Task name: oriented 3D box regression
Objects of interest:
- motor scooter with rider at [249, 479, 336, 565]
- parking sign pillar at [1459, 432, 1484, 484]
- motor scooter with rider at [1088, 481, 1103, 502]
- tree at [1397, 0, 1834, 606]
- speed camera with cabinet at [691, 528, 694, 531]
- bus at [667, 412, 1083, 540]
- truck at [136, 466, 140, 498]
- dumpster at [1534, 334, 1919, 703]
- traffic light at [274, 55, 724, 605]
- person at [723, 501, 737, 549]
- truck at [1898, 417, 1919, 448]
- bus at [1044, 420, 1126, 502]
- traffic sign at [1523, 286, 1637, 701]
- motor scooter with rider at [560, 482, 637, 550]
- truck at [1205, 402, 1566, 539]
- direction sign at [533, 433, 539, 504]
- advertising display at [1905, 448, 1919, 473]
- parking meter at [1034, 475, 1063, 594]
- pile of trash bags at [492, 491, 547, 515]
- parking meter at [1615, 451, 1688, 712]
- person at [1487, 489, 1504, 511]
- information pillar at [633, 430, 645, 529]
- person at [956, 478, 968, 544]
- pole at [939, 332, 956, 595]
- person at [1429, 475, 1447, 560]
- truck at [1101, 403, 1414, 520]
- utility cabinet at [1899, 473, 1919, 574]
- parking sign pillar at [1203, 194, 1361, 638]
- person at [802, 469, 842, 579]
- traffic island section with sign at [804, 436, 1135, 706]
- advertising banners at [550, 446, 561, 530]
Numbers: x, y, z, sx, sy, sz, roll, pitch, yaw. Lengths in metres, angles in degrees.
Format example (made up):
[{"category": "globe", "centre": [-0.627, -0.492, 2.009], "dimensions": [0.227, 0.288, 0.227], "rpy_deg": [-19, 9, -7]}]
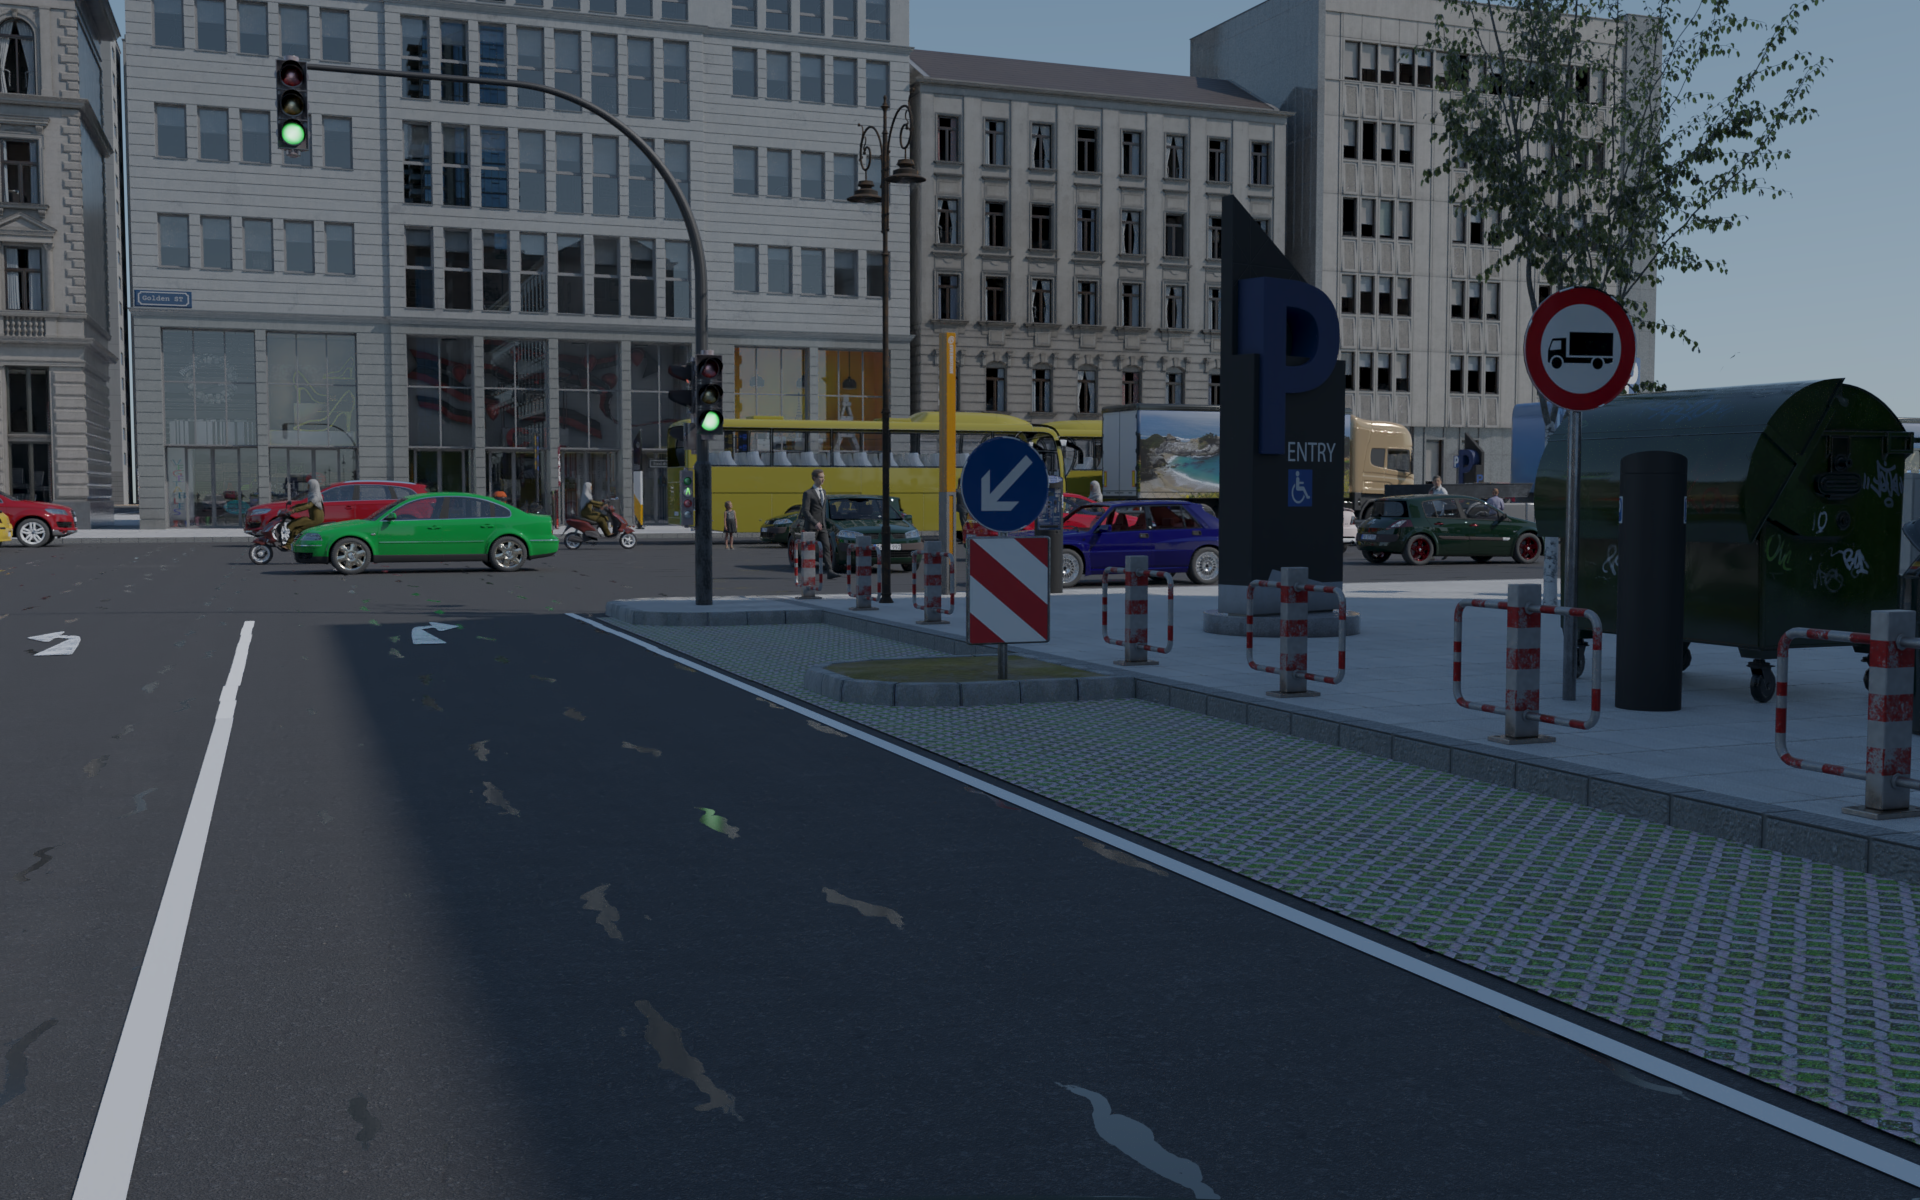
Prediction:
[{"category": "motor scooter with rider", "centre": [-13.473, -1.615, 35.373], "dimensions": [1.986, 1.779, 0.876], "rpy_deg": [-1, 4, -21]}, {"category": "parking sign pillar", "centre": [22.126, -5.290, 74.959], "dimensions": [1.447, 3.967, 1.447], "rpy_deg": [-1, 4, -17]}, {"category": "motor scooter with rider", "centre": [2.825, -1.887, 39.816], "dimensions": [1.986, 1.779, 0.876], "rpy_deg": [-1, 4, -23]}, {"category": "tree", "centre": [6.500, -4.159, 18.363], "dimensions": [4.360, 8.622, 3.978], "rpy_deg": [0, 3, 0]}, {"category": "speed camera with cabinet", "centre": [-8.397, -4.001, 59.759], "dimensions": [2.038, 3.252, 0.660], "rpy_deg": [1, 4, 10]}, {"category": "bus", "centre": [-2.438, -3.681, 51.739], "dimensions": [12.252, 3.916, 2.896], "rpy_deg": [-1, 4, -22]}, {"category": "truck", "centre": [-83.540, -11.637, 179.181], "dimensions": [2.839, 4.237, 11.283], "rpy_deg": [-1, 4, -23]}, {"category": "dumpster", "centre": [5.035, -0.549, 11.465], "dimensions": [1.502, 2.255, 1.985], "rpy_deg": [-1, 4, -21]}, {"category": "traffic light", "centre": [-4.915, -2.715, 19.066], "dimensions": [4.771, 5.953, 1.251], "rpy_deg": [-1, 4, -21]}, {"category": "person", "centre": [-5.974, -1.952, 45.078], "dimensions": [0.362, 1.253, 0.373], "rpy_deg": [-2, 4, -28]}, {"category": "truck", "centre": [32.241, -4.572, 63.670], "dimensions": [11.283, 4.237, 2.839], "rpy_deg": [-1, 4, -22]}, {"category": "bus", "centre": [6.966, -4.143, 59.281], "dimensions": [12.252, 3.916, 2.896], "rpy_deg": [-1, 4, -20]}, {"category": "traffic sign", "centre": [3.793, -0.648, 10.707], "dimensions": [0.768, 2.556, 0.104], "rpy_deg": [-1, 4, -12]}, {"category": "motor scooter with rider", "centre": [-9.345, -2.190, 44.777], "dimensions": [1.986, 1.779, 0.876], "rpy_deg": [-1, 4, -20]}, {"category": "truck", "centre": [11.411, -3.610, 48.788], "dimensions": [18.799, 4.110, 2.967], "rpy_deg": [-1, 4, -19]}, {"category": "direction sign", "centre": [-15.697, -4.417, 64.220], "dimensions": [0.379, 3.537, 0.876], "rpy_deg": [0, 4, -4]}, {"category": "advertising display", "centre": [13.061, -1.151, 24.030], "dimensions": [0.974, 1.923, 0.123], "rpy_deg": [-3, 4, -39]}, {"category": "parking meter", "centre": [1.151, -0.860, 22.464], "dimensions": [0.372, 1.533, 0.369], "rpy_deg": [0, 3, 0]}, {"category": "pile of trash bags", "centre": [-14.944, -2.928, 57.621], "dimensions": [1.912, 1.369, 3.447], "rpy_deg": [-2, 4, -31]}, {"category": "parking meter", "centre": [4.126, -0.118, 10.341], "dimensions": [0.372, 1.533, 0.369], "rpy_deg": [0, 3, 0]}, {"category": "person", "centre": [13.787, -2.089, 44.716], "dimensions": [0.516, 1.574, 0.319], "rpy_deg": [1, 4, 8]}, {"category": "information pillar", "centre": [-11.721, -4.388, 63.096], "dimensions": [0.183, 3.616, 0.504], "rpy_deg": [-3, 5, -41]}, {"category": "person", "centre": [0.084, -2.544, 49.450], "dimensions": [0.648, 1.900, 0.474], "rpy_deg": [-3, 4, -37]}, {"category": "pole", "centre": [-0.160, -1.722, 21.991], "dimensions": [0.158, 3.312, 0.155], "rpy_deg": [0, 3, 0]}, {"category": "person", "centre": [10.327, -1.768, 37.504], "dimensions": [0.850, 1.850, 0.679], "rpy_deg": [-2, 4, -24]}, {"category": "truck", "centre": [10.173, -4.142, 56.629], "dimensions": [11.283, 4.237, 2.839], "rpy_deg": [-1, 4, -23]}, {"category": "utility cabinet", "centre": [9.826, -0.600, 18.484], "dimensions": [0.318, 1.500, 1.173], "rpy_deg": [-1, 4, -14]}, {"category": "parking sign pillar", "centre": [2.995, -1.686, 16.037], "dimensions": [1.447, 3.967, 1.447], "rpy_deg": [-3, 5, -39]}, {"category": "person", "centre": [-2.353, -1.274, 29.115], "dimensions": [0.755, 1.850, 0.659], "rpy_deg": [3, 4, 38]}, {"category": "traffic island section with sign", "centre": [-0.059, -0.243, 12.596], "dimensions": [1.989, 1.847, 2.006], "rpy_deg": [-1, 4, -21]}, {"category": "advertising banners", "centre": [-14.692, -4.087, 63.013], "dimensions": [0.090, 3.025, 2.074], "rpy_deg": [0, 4, -4]}]
